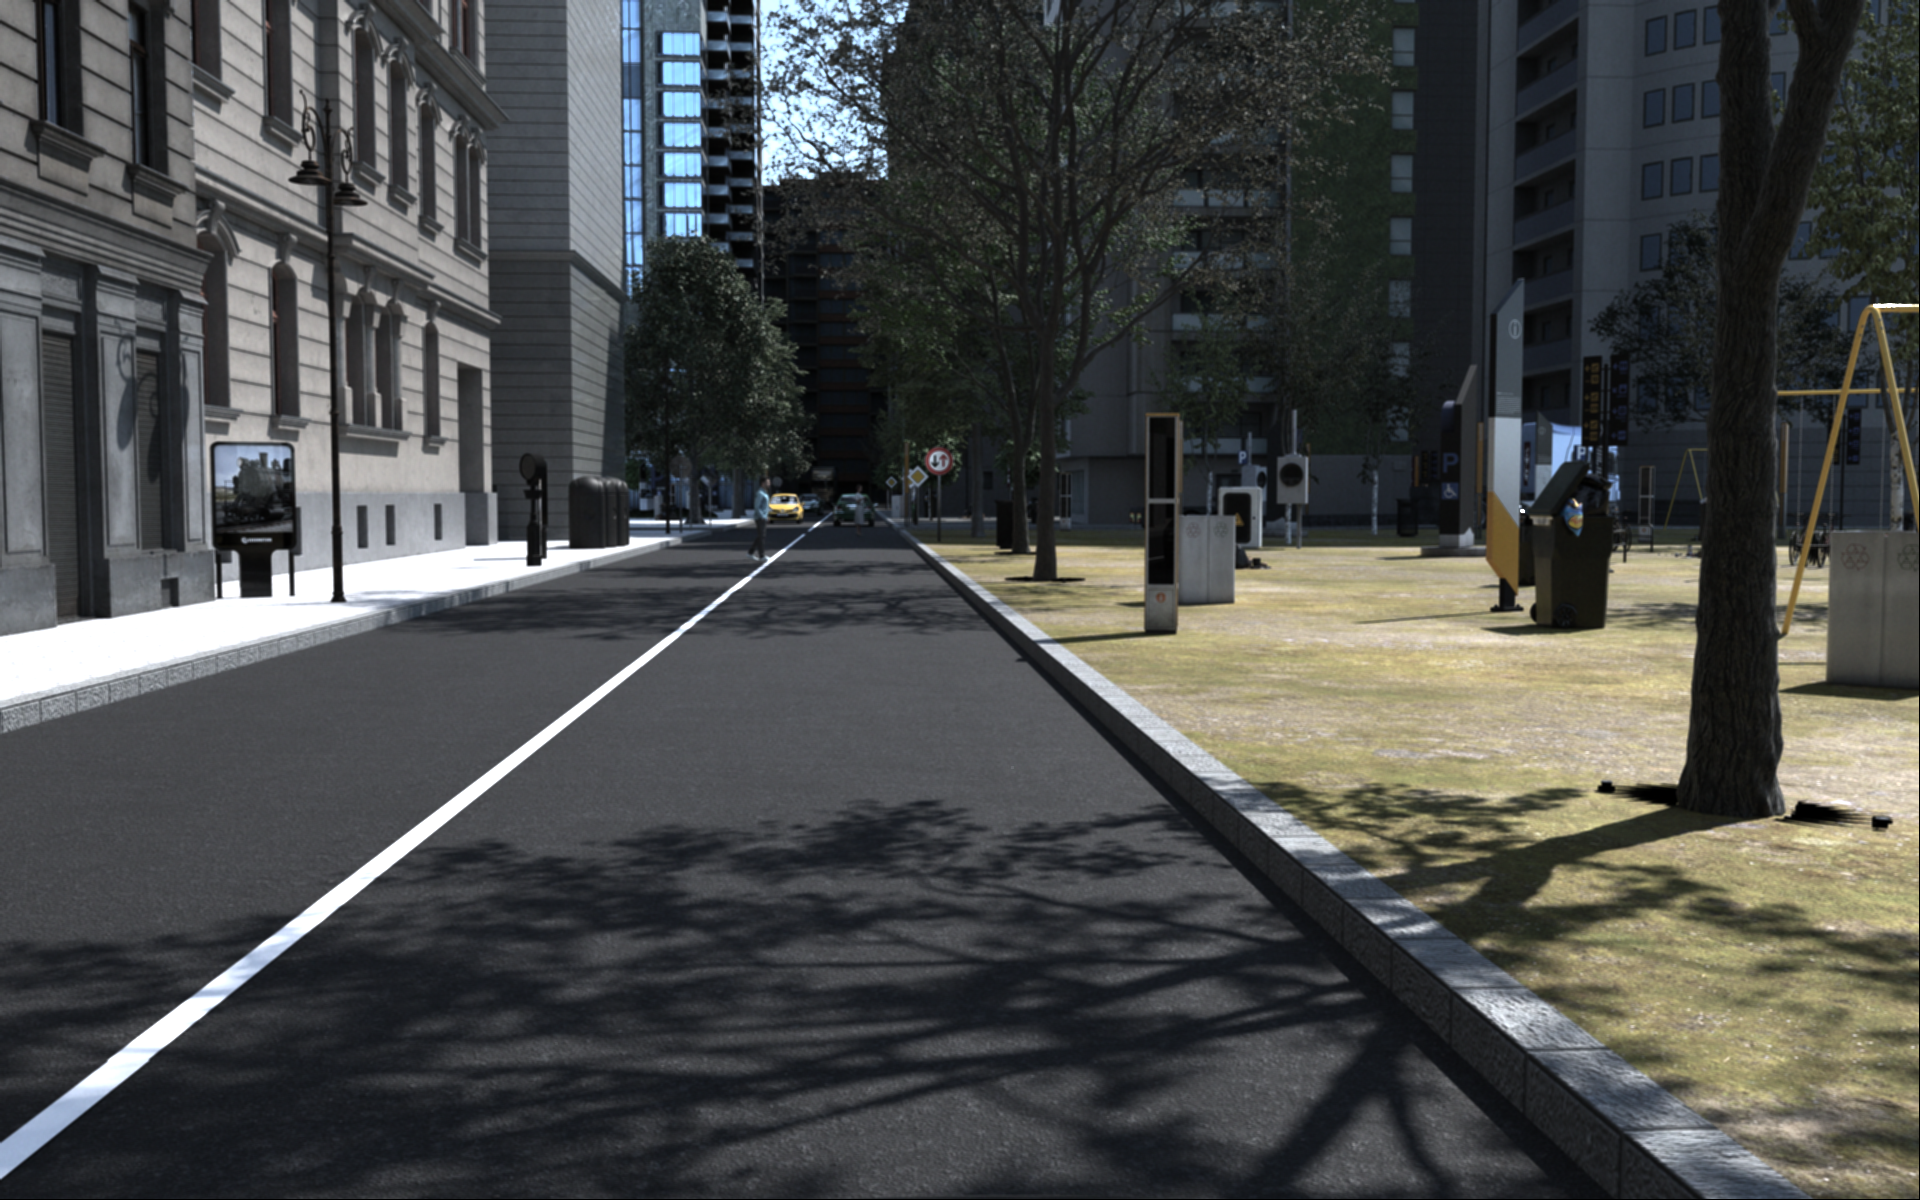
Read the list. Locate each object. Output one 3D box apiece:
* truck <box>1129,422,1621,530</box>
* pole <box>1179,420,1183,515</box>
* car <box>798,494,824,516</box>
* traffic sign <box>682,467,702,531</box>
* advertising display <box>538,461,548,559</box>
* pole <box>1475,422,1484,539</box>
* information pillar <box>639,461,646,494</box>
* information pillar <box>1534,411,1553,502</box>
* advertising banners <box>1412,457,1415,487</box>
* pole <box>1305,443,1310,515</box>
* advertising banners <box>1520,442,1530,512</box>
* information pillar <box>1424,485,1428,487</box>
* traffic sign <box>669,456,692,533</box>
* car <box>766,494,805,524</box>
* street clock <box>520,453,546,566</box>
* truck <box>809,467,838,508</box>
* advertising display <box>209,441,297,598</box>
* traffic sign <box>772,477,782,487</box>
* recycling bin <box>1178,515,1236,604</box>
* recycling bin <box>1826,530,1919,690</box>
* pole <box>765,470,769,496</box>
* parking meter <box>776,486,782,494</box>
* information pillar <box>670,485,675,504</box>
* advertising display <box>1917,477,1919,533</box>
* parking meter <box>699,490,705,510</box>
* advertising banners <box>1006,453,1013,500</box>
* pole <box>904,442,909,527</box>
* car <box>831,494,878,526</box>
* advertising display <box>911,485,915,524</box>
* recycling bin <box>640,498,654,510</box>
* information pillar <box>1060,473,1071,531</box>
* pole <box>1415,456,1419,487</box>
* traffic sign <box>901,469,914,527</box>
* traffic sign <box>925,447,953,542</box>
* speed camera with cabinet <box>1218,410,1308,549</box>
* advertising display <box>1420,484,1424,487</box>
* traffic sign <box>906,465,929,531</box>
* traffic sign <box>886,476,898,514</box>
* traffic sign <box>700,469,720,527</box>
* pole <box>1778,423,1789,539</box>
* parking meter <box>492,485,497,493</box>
[{"bbox_3d":[15.799,-4.577,64.588,18.799,4.110,2.967,0,4,-5],"label":"truck"},{"bbox_3d":[6.070,-3.314,48.021,0.158,3.312,0.155,0,3,0],"label":"pole"},{"bbox_3d":[-10.082,-6.332,115.326,2.131,1.459,4.920,0,4,-2],"label":"car"},{"bbox_3d":[-9.300,-3.435,59.802,0.795,2.450,0.064,0,4,-3],"label":"traffic sign"},{"bbox_3d":[-8.350,-1.801,34.664,0.123,1.923,0.974,-1,4,-17],"label":"advertising display"},{"bbox_3d":[14.773,-3.390,49.276,0.158,3.312,0.155,0,3,0],"label":"pole"},{"bbox_3d":[-22.356,-7.993,122.035,0.183,3.616,0.504,3,5,44],"label":"information pillar"},{"bbox_3d":[16.425,-3.514,48.806,0.504,3.616,0.183,-1,4,-12],"label":"information pillar"},{"bbox_3d":[21.768,-5.187,80.998,2.074,3.025,0.090,1,4,15],"label":"advertising banners"},{"bbox_3d":[13.926,-4.619,69.356,0.158,3.312,0.155,0,3,0],"label":"pole"},{"bbox_3d":[18.911,-3.825,58.729,0.090,3.025,2.074,0,4,-3],"label":"advertising banners"},{"bbox_3d":[36.536,-8.027,135.736,0.304,2.012,0.304,-2,4,-27],"label":"information pillar"},{"bbox_3d":[-9.257,-3.503,57.387,0.768,2.556,0.104,0,4,5],"label":"traffic sign"},{"bbox_3d":[-8.538,-4.532,84.325,2.015,1.641,3.980,0,4,-3],"label":"car"},{"bbox_3d":[-7.602,-1.608,30.856,0.471,2.002,0.358,3,5,40],"label":"street clock"},{"bbox_3d":[-14.267,-11.823,182.226,2.839,4.237,11.283,0,4,-2],"label":"truck"},{"bbox_3d":[-8.765,-0.996,21.504,0.974,1.923,0.123,-2,4,-32],"label":"advertising display"},{"bbox_3d":[-13.439,-7.785,127.384,0.768,2.556,0.104,0,4,6],"label":"traffic sign"},{"bbox_3d":[2.800,-0.488,20.526,0.722,1.027,0.722,-1,4,-14],"label":"recycling bin"},{"bbox_3d":[6.352,0.052,11.701,0.722,1.027,0.722,3,5,43],"label":"recycling bin"},{"bbox_3d":[-12.680,-7.336,113.783,0.158,3.312,0.155,0,3,0],"label":"pole"},{"bbox_3d":[-13.224,-7.383,126.420,0.399,1.863,0.255,3,5,44],"label":"parking meter"},{"bbox_3d":[-22.519,-8.033,135.830,0.304,2.012,0.304,-1,4,-21],"label":"information pillar"},{"bbox_3d":[26.974,-2.623,48.094,0.974,1.923,0.123,-1,4,-15],"label":"advertising display"},{"bbox_3d":[-15.813,-5.975,106.096,0.372,1.533,0.369,0,3,0],"label":"parking meter"},{"bbox_3d":[2.312,-4.785,74.419,0.090,3.025,2.074,1,4,20],"label":"advertising banners"},{"bbox_3d":[-2.086,-4.537,68.028,0.158,3.312,0.155,0,3,0],"label":"pole"},{"bbox_3d":[-4.764,-4.059,78.160,2.131,1.459,4.920,0,4,-2],"label":"car"},{"bbox_3d":[-1.930,-4.189,73.711,0.123,1.923,0.974,-1,4,-13],"label":"advertising display"},{"bbox_3d":[-18.977,-5.673,105.314,0.722,1.027,0.722,3,5,42],"label":"recycling bin"},{"bbox_3d":[3.673,-3.412,60.277,0.304,2.012,0.304,2,4,30],"label":"information pillar"},{"bbox_3d":[24.462,-6.051,92.773,0.158,3.312,0.155,0,3,0],"label":"pole"},{"bbox_3d":[-1.945,-3.950,68.219,0.795,2.450,0.064,0,4,-3],"label":"traffic sign"},{"bbox_3d":[-0.559,-2.840,46.532,0.768,2.556,0.104,0,4,-2],"label":"traffic sign"},{"bbox_3d":[7.127,-2.838,40.744,2.038,3.252,0.660,1,4,16],"label":"speed camera with cabinet"},{"bbox_3d":[30.921,-6.777,116.016,0.123,1.923,0.974,0,4,8],"label":"advertising display"},{"bbox_3d":[-1.468,-3.462,60.248,0.795,2.450,0.064,0,4,-3],"label":"traffic sign"},{"bbox_3d":[-4.353,-6.666,110.181,0.795,2.450,0.064,0,4,2],"label":"traffic sign"},{"bbox_3d":[-9.777,-3.922,67.773,0.795,2.450,0.064,0,4,-3],"label":"traffic sign"},{"bbox_3d":[23.547,-3.405,49.523,0.158,3.312,0.155,0,3,0],"label":"pole"},{"bbox_3d":[-12.738,-2.357,46.942,0.372,1.533,0.369,0,3,0],"label":"parking meter"}]
